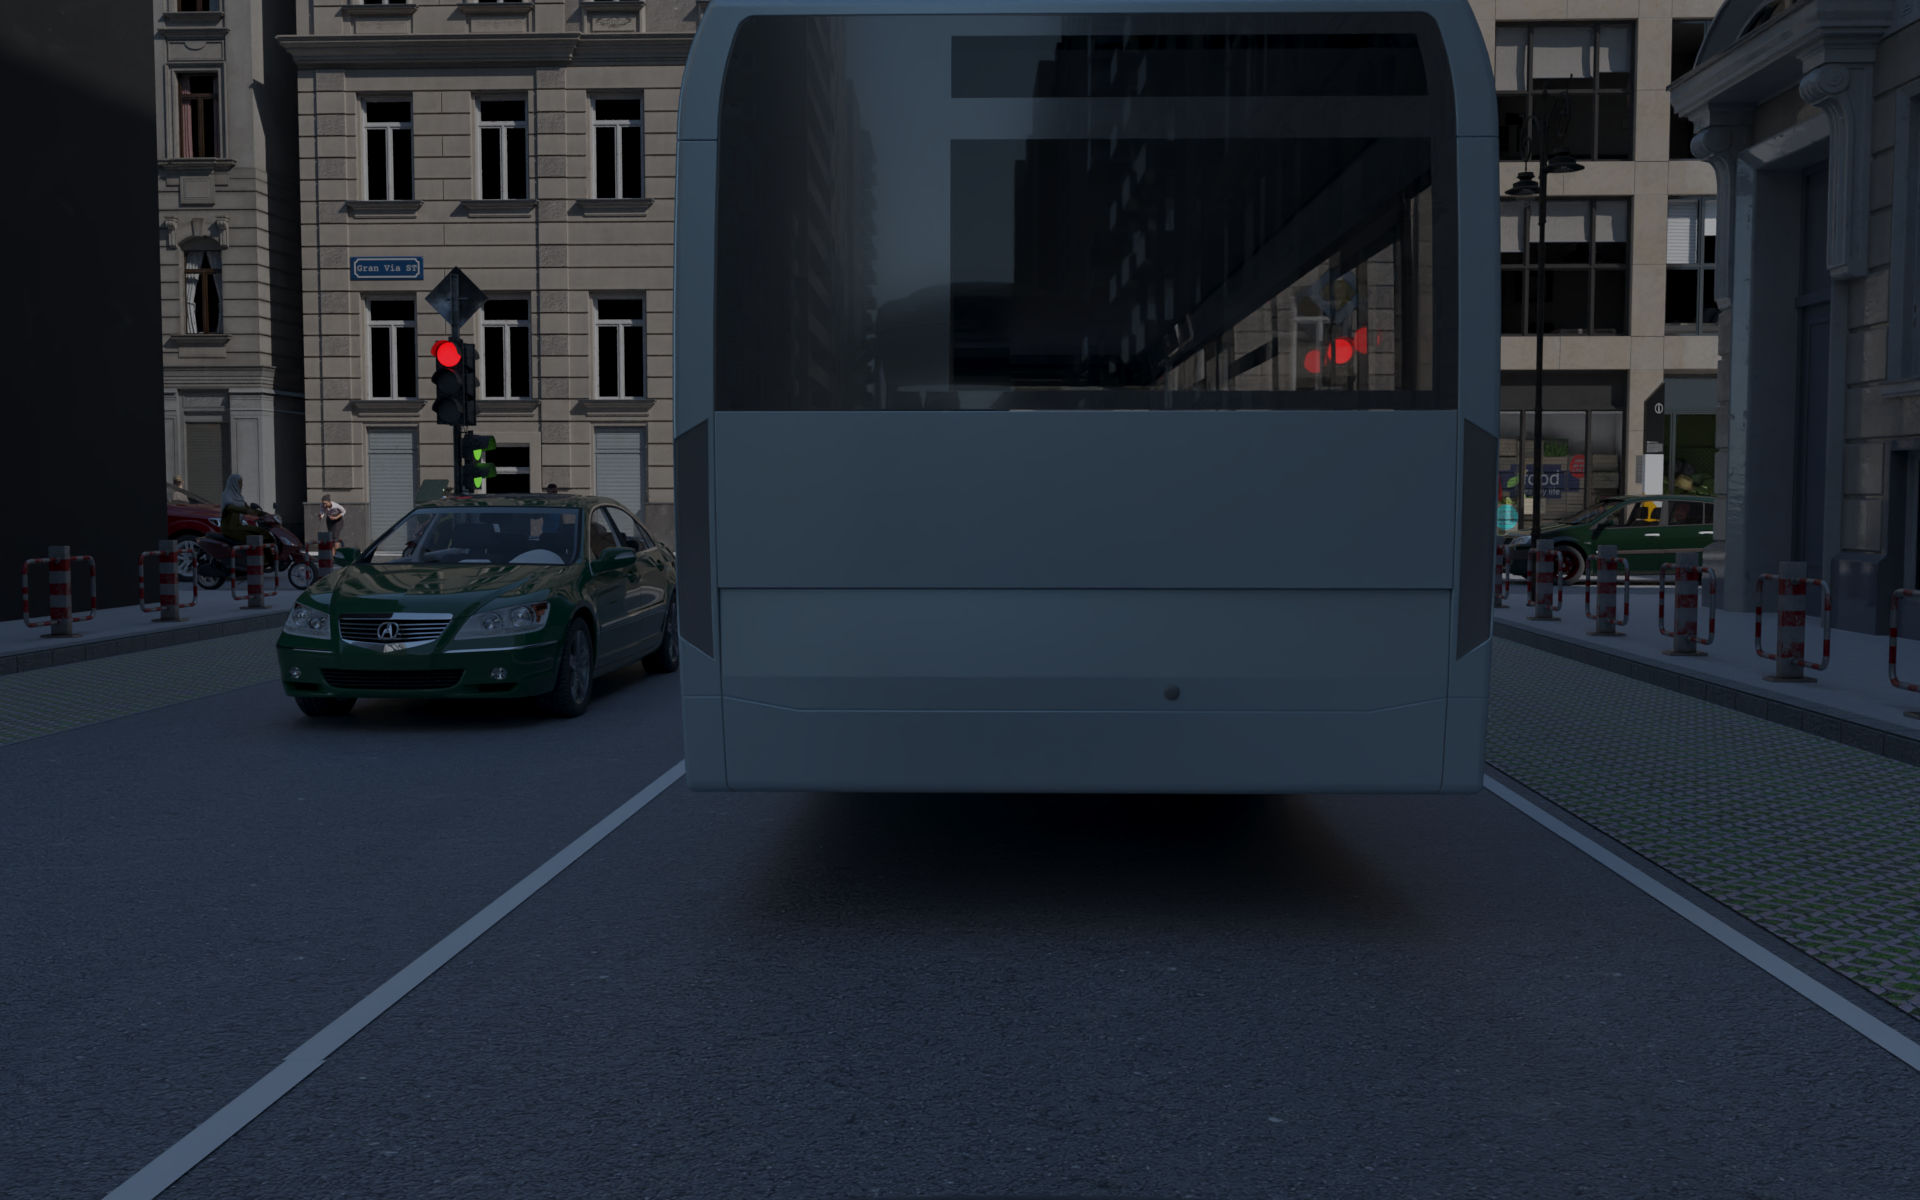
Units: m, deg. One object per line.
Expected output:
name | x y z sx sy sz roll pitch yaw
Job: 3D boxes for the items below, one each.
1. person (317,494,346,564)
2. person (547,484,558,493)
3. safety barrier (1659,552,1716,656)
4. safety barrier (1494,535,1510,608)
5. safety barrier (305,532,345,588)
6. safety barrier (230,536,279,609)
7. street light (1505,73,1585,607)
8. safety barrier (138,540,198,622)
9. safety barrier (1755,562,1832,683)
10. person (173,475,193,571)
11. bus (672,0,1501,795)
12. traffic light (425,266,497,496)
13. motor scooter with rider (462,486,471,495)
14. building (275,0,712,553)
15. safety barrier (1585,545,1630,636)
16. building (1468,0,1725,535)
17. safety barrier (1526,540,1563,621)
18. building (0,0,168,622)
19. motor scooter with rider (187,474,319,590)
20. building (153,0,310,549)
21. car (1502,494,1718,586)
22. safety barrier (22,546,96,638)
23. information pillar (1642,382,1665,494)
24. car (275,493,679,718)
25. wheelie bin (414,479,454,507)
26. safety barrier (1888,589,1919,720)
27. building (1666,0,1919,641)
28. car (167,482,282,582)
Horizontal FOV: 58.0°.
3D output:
person | -12.890 -1.453 35.442 0.628 1.438 0.799 -2 4 -32
person | -6.368 -1.010 26.885 0.662 1.594 0.647 2 4 28
safety barrier | 5.769 0.031 13.760 0.300 0.817 1.120 0 4 3
safety barrier | 6.028 -0.321 19.525 0.300 0.817 1.120 0 4 3
safety barrier | -7.782 -0.427 21.249 0.300 0.817 1.120 0 4 3
safety barrier | -7.867 -0.309 19.335 0.300 0.817 1.120 0 4 3
street light | 6.577 -2.866 19.648 0.468 5.910 1.993 0 4 3
safety barrier | -7.950 -0.191 17.405 0.300 0.817 1.120 0 4 3
safety barrier | 5.684 0.149 11.840 0.300 0.817 1.120 0 4 3
person | -14.332 -1.408 31.865 0.374 1.781 0.599 1 4 16
bus | 0.531 -1.046 11.964 2.948 3.499 13.247 0 4 1
traffic light | -6.188 -1.985 21.380 0.839 4.253 0.868 0 4 3
motor scooter with rider | -9.795 -1.495 33.413 1.986 1.779 0.876 0 4 4
building | -2.147 -15.006 42.606 25.104 27.353 12.463 0 4 3
safety barrier | 5.854 -0.086 15.681 0.300 0.817 1.120 0 4 3
building | 28.104 -14.744 45.588 34.151 26.468 19.350 0 4 3
safety barrier | 5.942 -0.204 17.606 0.300 0.817 1.120 0 4 3
building | -17.631 -11.288 14.238 15.834 23.373 12.332 0 4 3
motor scooter with rider | -10.545 -1.028 25.780 1.986 1.779 0.876 0 4 2
building | -24.100 -11.850 42.892 18.267 20.994 9.793 0 4 3
car | 10.684 -1.099 27.762 4.222 1.686 2.009 0 4 3
safety barrier | -8.043 -0.074 15.483 0.300 0.817 1.120 0 4 3
information pillar | 14.488 -2.742 36.193 0.504 3.616 0.183 -1 4 -21
car | -3.264 -0.052 12.643 2.131 1.459 4.920 0 4 3
wheelie bin | -11.143 -1.767 36.799 0.980 1.594 0.693 1 4 20
safety barrier | 5.596 0.268 9.894 0.300 0.817 1.120 0 4 3
building | 14.254 -13.643 8.963 13.634 28.700 20.117 0 4 3
car | -14.120 -1.256 29.202 5.304 1.827 2.281 0 4 3
